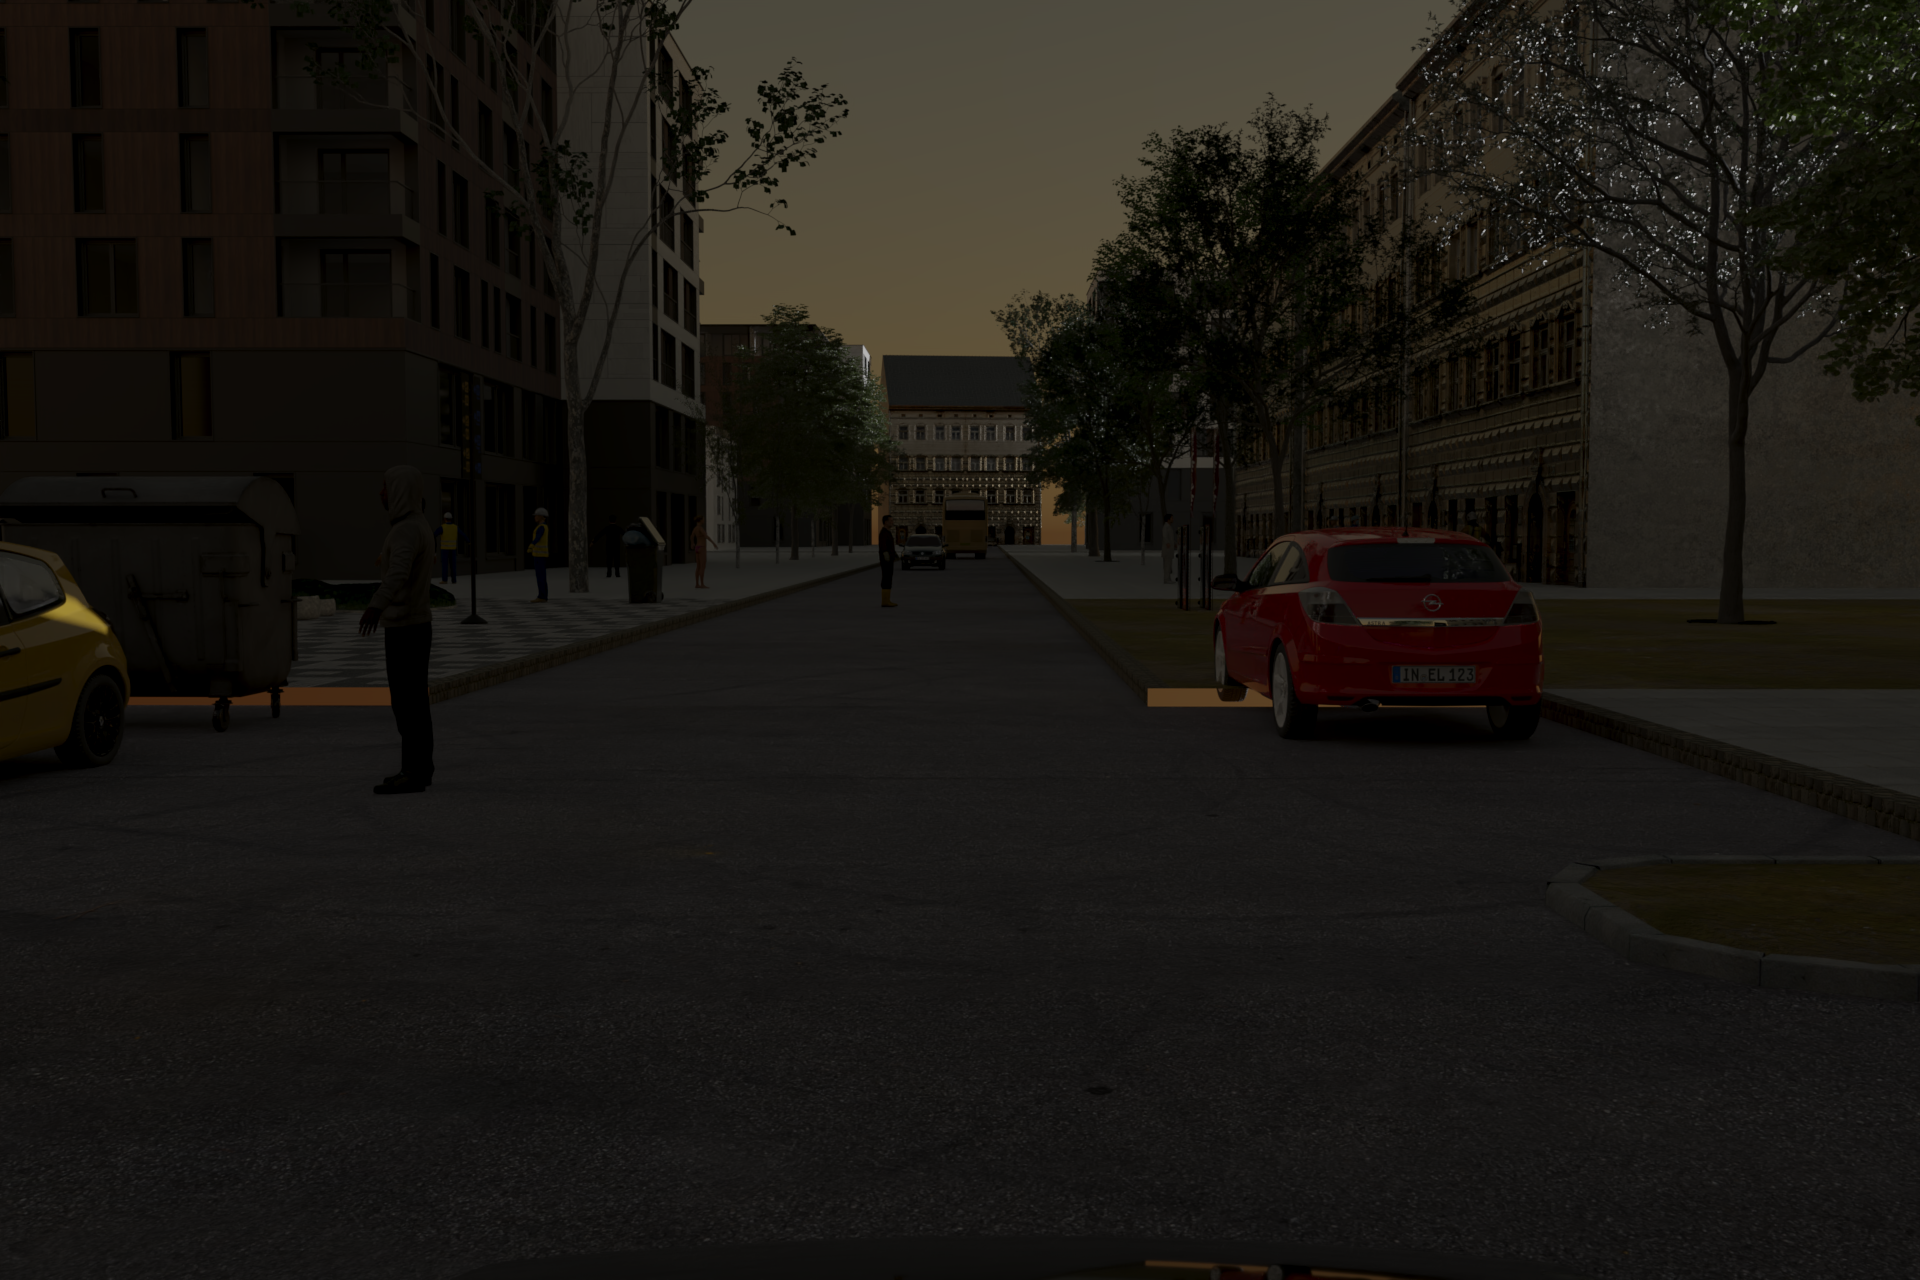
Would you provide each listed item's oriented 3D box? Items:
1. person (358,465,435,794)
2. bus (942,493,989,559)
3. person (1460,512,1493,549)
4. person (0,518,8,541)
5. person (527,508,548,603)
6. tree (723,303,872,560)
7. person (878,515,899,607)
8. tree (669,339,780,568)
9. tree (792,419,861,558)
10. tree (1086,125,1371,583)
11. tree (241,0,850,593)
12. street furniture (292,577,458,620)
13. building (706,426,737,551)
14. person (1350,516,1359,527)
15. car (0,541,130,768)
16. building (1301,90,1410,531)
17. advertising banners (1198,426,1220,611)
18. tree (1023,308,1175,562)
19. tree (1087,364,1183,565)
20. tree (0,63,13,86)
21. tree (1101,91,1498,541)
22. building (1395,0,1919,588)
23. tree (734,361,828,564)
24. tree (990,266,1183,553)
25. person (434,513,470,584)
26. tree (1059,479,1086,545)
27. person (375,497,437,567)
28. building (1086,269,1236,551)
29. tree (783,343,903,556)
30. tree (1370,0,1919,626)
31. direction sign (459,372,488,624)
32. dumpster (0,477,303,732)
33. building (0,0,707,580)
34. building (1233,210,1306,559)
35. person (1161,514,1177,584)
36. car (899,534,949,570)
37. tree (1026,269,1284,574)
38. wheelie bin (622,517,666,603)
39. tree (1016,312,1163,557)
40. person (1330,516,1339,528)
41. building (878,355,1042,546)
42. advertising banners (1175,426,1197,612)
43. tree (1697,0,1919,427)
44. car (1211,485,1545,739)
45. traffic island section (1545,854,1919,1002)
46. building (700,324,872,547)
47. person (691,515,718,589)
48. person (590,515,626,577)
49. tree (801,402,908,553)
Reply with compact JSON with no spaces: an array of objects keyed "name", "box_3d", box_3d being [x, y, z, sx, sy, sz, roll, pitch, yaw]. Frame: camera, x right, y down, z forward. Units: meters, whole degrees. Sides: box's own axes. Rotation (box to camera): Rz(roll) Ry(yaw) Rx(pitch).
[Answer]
[{"name":"person","box_3d":[-3.121,-0.068,9.691,0.705,1.813,1.348,-1,4,-9]},{"name":"bus","box_3d":[0.323,-6.774,102.309,2.896,3.916,12.252,0,4,0]},{"name":"person","box_3d":[13.135,-2.369,44.507,1.354,1.858,0.705,-1,4,-14]},{"name":"person","box_3d":[-18.292,-1.636,32.943,1.347,1.806,0.705,2,4,33]},{"name":"person","box_3d":[-7.956,-1.595,32.539,0.721,1.772,1.216,0,4,-3]},{"name":"tree","box_3d":[-8.115,-10.261,85.901,7.486,12.596,7.792,0,3,0]},{"name":"person","box_3d":[-1.401,-1.559,34.092,0.704,1.812,1.346,0,4,6]},{"name":"tree","box_3d":[-8.100,-6.989,64.628,4.360,8.622,3.978,0,3,0]},{"name":"tree","box_3d":[-8.218,-8.819,94.545,4.360,8.622,3.978,0,3,0]},{"name":"tree","box_3d":[6.896,-7.274,44.690,9.928,11.665,9.643,0,3,0]},{"name":"tree","box_3d":[-8.202,-11.018,36.035,12.611,20.169,13.585,0,3,0]},{"name":"street furniture","box_3d":[-11.776,-0.755,27.970,5.734,0.657,10.072,0,4,5]},{"name":"building","box_3d":[-23.460,-12.592,148.027,9.099,9.664,28.070,0,4,0]},{"name":"person","box_3d":[11.465,-2.693,50.156,1.347,1.817,0.704,-2,4,-33]},{"name":"car","box_3d":[-6.137,0.057,9.290,2.015,1.641,3.980,0,4,1]},{"name":"building","box_3d":[24.679,-14.546,68.763,19.493,23.208,18.063,0,4,0]},{"name":"advertising banners","box_3d":[4.201,-2.023,29.261,0.090,3.025,2.074,0,4,1]},{"name":"tree","box_3d":[6.736,-9.435,80.023,9.928,11.665,9.643,0,3,0]},{"name":"tree","box_3d":[7.488,-7.406,71.456,4.737,8.622,4.395,0,3,0]},{"name":"tree","box_3d":[-11.328,-4.833,13.436,7.601,10.594,8.767,-1,4,-14]},{"name":"tree","box_3d":[6.771,-6.204,35.846,8.767,10.594,7.601,1,4,17]},{"name":"building","box_3d":[24.195,-13.353,49.250,19.493,23.208,18.063,0,4,1]},{"name":"tree","box_3d":[-8.127,-7.607,74.730,4.360,8.622,3.978,0,3,0]},{"name":"tree","box_3d":[8.784,-16.030,117.976,12.611,20.169,13.585,0,3,0]},{"name":"person","box_3d":[-13.165,-2.360,44.549,1.349,1.833,0.705,-3,4,-36]},{"name":"tree","box_3d":[15.320,-17.542,204.939,7.486,12.596,7.792,0,3,0]},{"name":"person","box_3d":[-6.392,-0.817,20.075,0.721,1.740,1.216,1,4,13]},{"name":"building","box_3d":[24.726,-18.724,150.115,27.936,21.610,32.646,0,4,1]},{"name":"tree","box_3d":[-7.074,-11.303,102.931,7.486,12.596,7.792,0,3,0]},{"name":"tree","box_3d":[11.072,-6.968,24.291,12.009,13.543,11.850,0,3,0]},{"name":"direction sign","box_3d":[-6.955,-1.999,24.684,0.379,3.537,0.876,0,4,1]},{"name":"dumpster","box_3d":[-6.051,-0.292,12.984,1.865,1.857,1.264,0,4,1]},{"name":"building","box_3d":[-25.745,-13.440,63.715,27.936,21.610,32.646,0,4,0]},{"name":"building","box_3d":[24.711,-15.770,88.774,19.493,23.208,18.063,0,4,1]},{"name":"person","box_3d":[5.429,-2.366,44.874,0.705,1.806,1.347,1,4,15]},{"name":"car","box_3d":[-1.449,-3.671,69.802,2.009,1.686,4.222,0,4,1]},{"name":"tree","box_3d":[6.634,-7.452,56.256,8.767,10.594,7.601,-2,4,-24]},{"name":"wheelie bin","box_3d":[-5.881,-1.486,32.207,0.693,1.594,0.980,0,4,3]},{"name":"tree","box_3d":[7.685,-11.753,98.825,9.857,13.997,8.962,0,3,0]},{"name":"person","box_3d":[11.567,-2.925,53.673,0.705,1.847,1.347,-1,4,-18]},{"name":"building","box_3d":[-0.413,-23.159,212.034,18.063,23.208,19.493,0,4,-7]},{"name":"advertising banners","box_3d":[3.793,-2.010,29.056,0.090,3.025,2.074,0,3,0]},{"name":"tree","box_3d":[9.647,-5.797,12.916,7.486,12.596,7.792,0,3,0]},{"name":"car","box_3d":[3.119,-0.279,13.599,2.155,1.783,4.494,0,4,0]},{"name":"traffic island section","box_3d":[3.249,1.014,6.291,1.991,0.108,1.994,0,4,1]},{"name":"building","box_3d":[-24.363,-20.855,184.959,27.936,21.610,32.646,0,4,1]},{"name":"person","box_3d":[-6.056,-2.086,40.910,0.721,1.733,1.217,-3,4,-37]},{"name":"person","box_3d":[-10.272,-2.773,51.278,1.347,1.837,0.705,-1,4,-12]},{"name":"tree","box_3d":[-7.451,-11.110,116.066,8.767,10.594,7.601,0,4,8]}]
